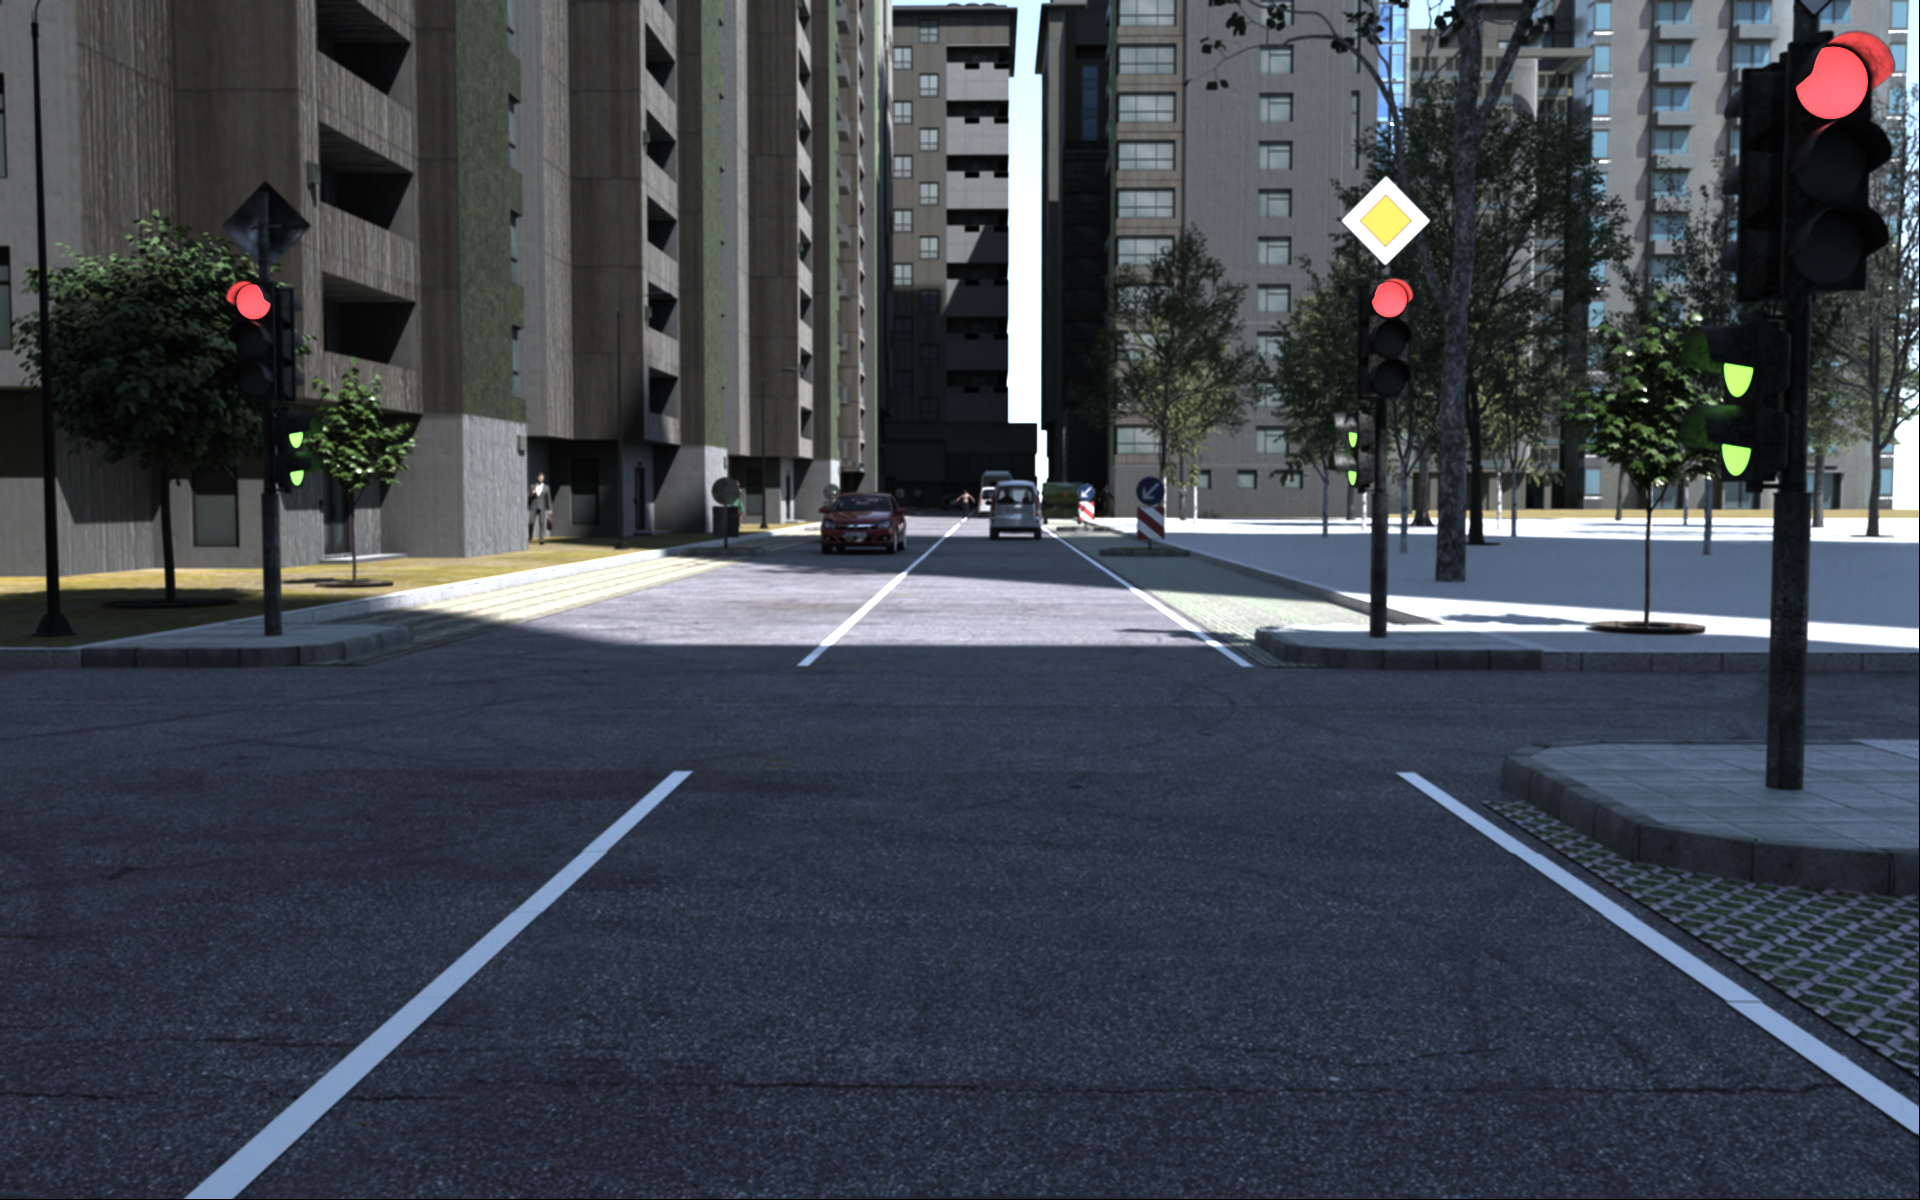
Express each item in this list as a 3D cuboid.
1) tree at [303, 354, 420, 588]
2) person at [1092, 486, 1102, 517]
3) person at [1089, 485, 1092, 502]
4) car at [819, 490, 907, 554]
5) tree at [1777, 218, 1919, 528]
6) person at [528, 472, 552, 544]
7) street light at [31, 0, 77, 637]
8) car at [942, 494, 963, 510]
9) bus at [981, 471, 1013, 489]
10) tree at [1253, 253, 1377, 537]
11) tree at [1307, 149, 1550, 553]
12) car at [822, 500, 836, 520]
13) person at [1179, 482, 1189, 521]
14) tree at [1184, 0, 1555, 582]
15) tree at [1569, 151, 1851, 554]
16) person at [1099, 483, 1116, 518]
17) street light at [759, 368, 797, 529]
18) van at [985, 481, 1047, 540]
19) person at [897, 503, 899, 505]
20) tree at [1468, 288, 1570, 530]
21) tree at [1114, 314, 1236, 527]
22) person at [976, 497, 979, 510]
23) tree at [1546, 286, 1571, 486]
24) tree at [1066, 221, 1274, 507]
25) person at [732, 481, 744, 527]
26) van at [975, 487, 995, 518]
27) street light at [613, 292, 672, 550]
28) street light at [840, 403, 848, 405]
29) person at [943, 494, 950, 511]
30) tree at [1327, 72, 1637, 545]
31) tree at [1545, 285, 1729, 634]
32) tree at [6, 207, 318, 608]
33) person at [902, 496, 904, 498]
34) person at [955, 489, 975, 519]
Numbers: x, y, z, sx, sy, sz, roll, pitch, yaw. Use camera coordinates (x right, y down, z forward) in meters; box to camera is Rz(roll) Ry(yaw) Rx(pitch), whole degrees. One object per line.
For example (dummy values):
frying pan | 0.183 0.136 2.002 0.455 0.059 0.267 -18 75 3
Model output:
tree | -8.315 -1.803 24.082 1.663 3.219 1.824 0 3 0
person | 7.517 -5.476 96.295 1.217 1.735 0.721 -2 4 -32
person | 7.925 -6.135 106.225 0.599 1.838 0.709 -2 4 -30
car | -2.353 -2.066 42.814 2.155 1.783 4.494 0 4 3
tree | 32.784 -8.998 65.236 7.486 12.596 7.792 0 3 0
person | -10.750 -2.337 44.213 0.622 1.834 0.822 -2 4 -23
street light | -7.686 -2.630 15.535 1.470 5.913 1.316 0 4 1
car | -0.629 -9.011 159.337 2.014 1.417 4.499 0 4 2
bus | 3.146 -9.228 145.741 2.948 3.499 13.247 0 4 2
tree | 10.820 -6.175 51.322 4.737 8.622 4.395 0 3 0
tree | 9.694 -5.311 37.190 4.360 8.622 3.978 0 3 0
car | -3.053 -2.486 52.451 2.131 1.459 4.920 0 4 2
person | 10.801 -4.743 83.398 0.447 1.846 0.655 2 4 24
tree | 8.333 -10.402 25.962 12.611 20.169 13.585 0 3 0
tree | 15.665 -5.276 36.618 4.360 8.622 3.978 0 3 0
person | 7.771 -5.289 92.145 0.705 1.869 1.348 3 5 45
street light | -6.728 -5.596 64.031 1.470 5.913 1.316 0 4 1
van | 1.809 -2.983 55.787 2.013 2.044 4.112 0 4 2
person | -4.334 -5.889 108.044 1.065 1.426 0.557 -1 4 -11
tree | 19.027 -6.748 60.688 4.737 8.622 4.395 0 3 0
tree | 8.084 -7.095 66.367 4.737 8.622 4.395 0 3 0
person | 1.882 -8.989 158.652 0.799 1.438 0.628 -3 4 -39
tree | 16.830 -6.206 51.826 4.360 8.622 3.978 0 3 0
tree | 7.151 -7.619 58.979 7.601 10.594 8.767 0 4 3
person | -8.495 -3.642 65.838 0.529 1.795 0.600 0 4 5
van | 1.910 -5.959 104.449 2.013 2.044 4.112 0 4 1
street light | -7.312 -4.124 39.961 1.470 5.913 1.316 0 4 1
street light | -6.420 -7.076 88.229 1.470 5.913 1.316 0 4 1
person | -1.164 -8.102 144.195 0.421 1.427 0.697 -2 4 -34
tree | 12.921 -7.207 43.592 9.928 11.665 9.643 0 3 0
tree | 6.575 -1.318 16.144 1.663 3.219 1.824 0 3 0
tree | -9.130 -2.223 20.059 4.285 4.588 4.351 0 3 0
person | -5.282 -9.013 154.319 0.541 1.710 0.530 0 4 7
person | 0.290 -5.420 97.834 1.217 1.736 0.721 2 4 23
